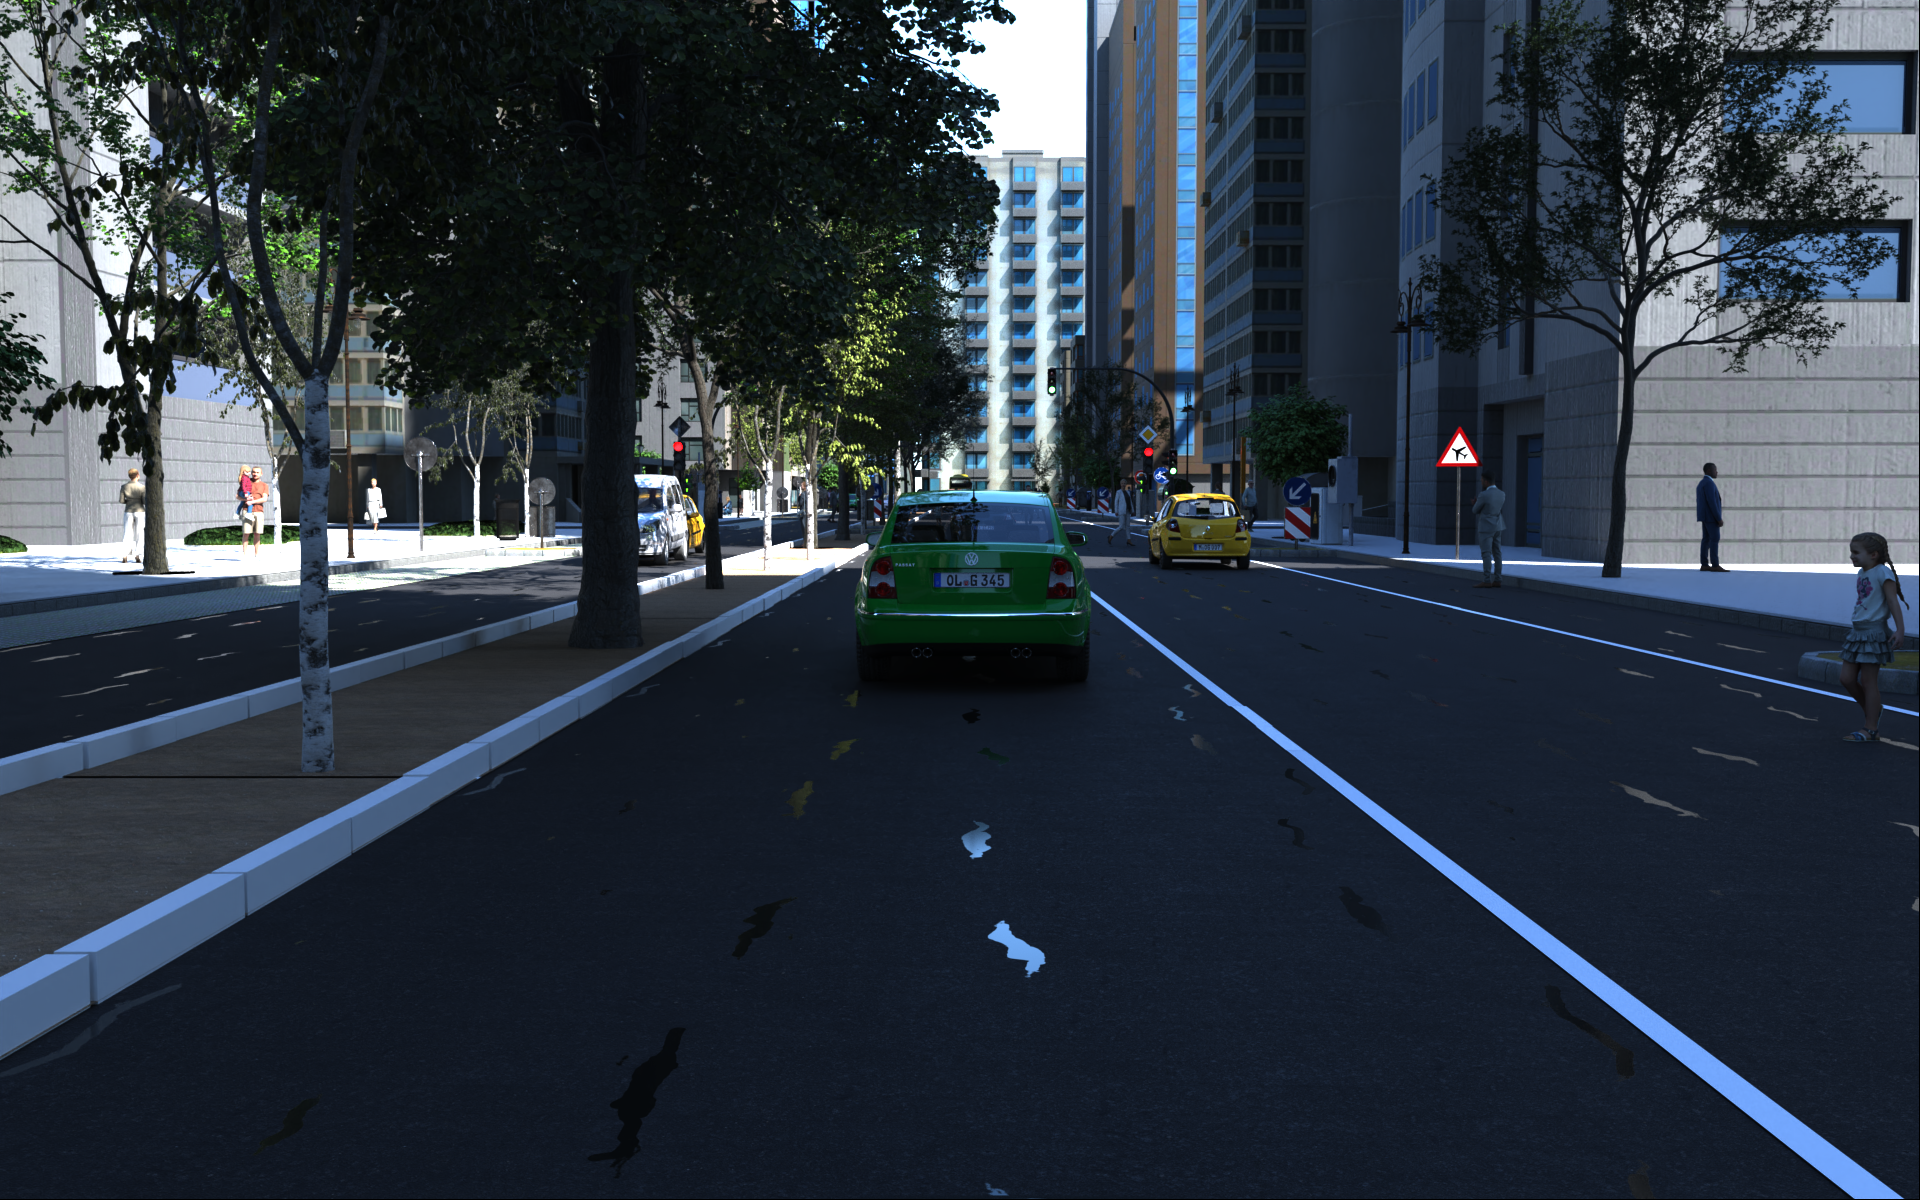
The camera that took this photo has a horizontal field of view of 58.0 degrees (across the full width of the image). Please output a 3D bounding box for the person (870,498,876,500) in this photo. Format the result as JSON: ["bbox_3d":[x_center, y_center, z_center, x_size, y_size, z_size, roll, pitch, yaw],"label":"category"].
[{"bbox_3d":[-6.992,-7.941,138.593,0.793,1.790,0.793,-1,4,-16],"label":"person"}]

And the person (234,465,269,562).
[{"bbox_3d":[-13.499,-1.647,32.952,0.573,1.828,0.580,1,4,10],"label":"person"}]

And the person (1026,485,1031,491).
[{"bbox_3d":[2.947,-4.021,74.261,0.660,1.820,0.620,-1,4,-16],"label":"person"}]

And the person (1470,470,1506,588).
[{"bbox_3d":[8.090,-1.097,26.611,0.511,1.800,0.466,-3,5,-44],"label":"person"}]

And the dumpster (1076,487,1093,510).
[{"bbox_3d":[9.943,-8.101,138.213,1.264,1.857,1.865,0,3,0],"label":"dumpster"}]

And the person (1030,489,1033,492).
[{"bbox_3d":[5.026,-6.717,118.588,0.793,1.790,0.793,-1,4,-16],"label":"person"}]

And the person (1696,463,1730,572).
[{"bbox_3d":[12.451,-1.378,28.753,0.419,1.800,0.721,0,4,-1],"label":"person"}]

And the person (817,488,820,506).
[{"bbox_3d":[-12.805,-9.142,155.544,1.348,1.821,0.705,1,4,12],"label":"person"}]

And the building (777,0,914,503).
[{"bbox_3d":[-22.130,-56.779,241.006,31.000,86.520,22.319,0,3,0],"label":"building"}]

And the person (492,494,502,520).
[{"bbox_3d":[-19.074,-3.736,71.394,0.475,1.303,0.640,1,4,20],"label":"person"}]

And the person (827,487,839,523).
[{"bbox_3d":[-6.328,-4.809,87.252,0.853,1.813,0.709,1,4,12],"label":"person"}]

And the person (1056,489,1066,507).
[{"bbox_3d":[10.127,-10.280,174.128,1.348,1.824,0.705,3,5,43],"label":"person"}]

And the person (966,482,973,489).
[{"bbox_3d":[0.275,-2.868,55.356,0.622,1.834,0.822,3,5,41],"label":"person"}]

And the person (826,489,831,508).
[{"bbox_3d":[-11.812,-9.185,157.156,0.756,1.711,0.436,0,4,5],"label":"person"}]

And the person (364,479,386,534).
[{"bbox_3d":[-18.839,-3.025,55.857,0.694,1.780,0.624,1,4,18],"label":"person"}]

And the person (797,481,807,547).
[{"bbox_3d":[-4.065,-2.282,46.240,0.534,1.772,0.576,1,4,10],"label":"person"}]

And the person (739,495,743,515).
[{"bbox_3d":[-13.626,-5.933,107.711,0.362,1.253,0.373,1,4,13],"label":"person"}]

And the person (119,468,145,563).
[{"bbox_3d":[-15.361,-1.570,32.267,0.519,1.759,0.362,-1,4,-8],"label":"person"}]

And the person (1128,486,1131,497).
[{"bbox_3d":[11.621,-6.862,118.422,0.721,1.800,0.419,2,4,35],"label":"person"}]

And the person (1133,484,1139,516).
[{"bbox_3d":[10.026,-5.706,99.147,0.447,1.846,0.655,-2,4,-35],"label":"person"}]

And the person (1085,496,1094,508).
[{"bbox_3d":[11.595,-9.261,157.476,1.348,1.821,0.705,-1,4,-17],"label":"person"}]

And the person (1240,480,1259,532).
[{"bbox_3d":[9.773,-3.191,58.698,0.782,1.767,0.515,-3,5,-42],"label":"person"}]

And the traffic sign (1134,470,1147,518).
[{"bbox_3d":[9.580,-5.583,91.388,0.768,2.556,0.104,0,4,3],"label":"traffic sign"}]

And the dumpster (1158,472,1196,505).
[{"bbox_3d":[9.733,-4.607,77.826,1.502,2.255,1.985,0,4,0],"label":"dumpster"}]

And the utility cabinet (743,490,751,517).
[{"bbox_3d":[-11.847,-5.374,96.541,0.318,1.500,1.173,0,4,0],"label":"utility cabinet"}]

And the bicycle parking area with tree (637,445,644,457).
[{"bbox_3d":[-21.276,-6.971,100.982,8.231,4.147,9.016,1,4,12],"label":"bicycle parking area with tree"}]

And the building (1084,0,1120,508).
[{"bbox_3d":[23.064,-38.610,173.270,21.231,58.520,28.212,0,3,0],"label":"building"}]

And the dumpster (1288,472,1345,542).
[{"bbox_3d":[9.673,-2.521,46.974,1.264,1.857,1.865,0,4,0],"label":"dumpster"}]

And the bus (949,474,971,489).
[{"bbox_3d":[0.048,-13.716,215.799,2.896,3.916,12.252,0,4,1],"label":"bus"}]

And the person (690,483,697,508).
[{"bbox_3d":[-13.028,-4.873,85.619,0.836,1.842,0.656,2,4,27],"label":"person"}]

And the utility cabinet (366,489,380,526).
[{"bbox_3d":[-23.709,-3.746,69.932,0.318,1.500,1.173,-2,4,-29],"label":"utility cabinet"}]

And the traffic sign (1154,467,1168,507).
[{"bbox_3d":[9.553,-5.012,82.048,0.768,2.556,0.104,0,4,1],"label":"traffic sign"}]

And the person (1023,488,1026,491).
[{"bbox_3d":[4.653,-7.016,123.126,0.836,1.842,0.656,3,4,37],"label":"person"}]

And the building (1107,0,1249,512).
[{"bbox_3d":[20.513,-30.723,152.435,14.600,45.320,14.200,0,3,0],"label":"building"}]

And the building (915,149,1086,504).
[{"bbox_3d":[8.612,-38.151,243.381,30.456,49.044,23.786,0,3,0],"label":"building"}]

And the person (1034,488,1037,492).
[{"bbox_3d":[4.383,-5.627,100.768,0.678,1.792,0.850,2,4,26],"label":"person"}]

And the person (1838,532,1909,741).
[{"bbox_3d":[5.330,0.215,10.006,0.382,1.210,0.505,0,4,-5],"label":"person"}]

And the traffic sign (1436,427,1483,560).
[{"bbox_3d":[9.639,-2.048,33.495,0.884,2.594,0.081,0,4,7],"label":"traffic sign"}]

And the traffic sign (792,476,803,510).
[{"bbox_3d":[-11.697,-7.620,124.693,0.768,2.556,0.104,1,4,10],"label":"traffic sign"}]

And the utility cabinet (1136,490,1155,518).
[{"bbox_3d":[9.892,-5.112,92.265,1.173,1.500,0.318,-3,5,-41],"label":"utility cabinet"}]

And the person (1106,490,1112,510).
[{"bbox_3d":[12.196,-8.318,142.638,0.593,1.750,0.643,-2,4,-33],"label":"person"}]

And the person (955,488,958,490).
[{"bbox_3d":[-0.266,-6.449,113.926,0.713,1.824,0.794,2,4,25],"label":"person"}]

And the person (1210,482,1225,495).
[{"bbox_3d":[7.428,-2.529,50.118,0.520,1.790,0.573,0,4,-4],"label":"person"}]

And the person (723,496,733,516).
[{"bbox_3d":[-13.608,-5.464,100.884,0.738,1.151,1.012,-1,4,-11],"label":"person"}]

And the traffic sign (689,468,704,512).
[{"bbox_3d":[-11.792,-4.751,77.782,0.768,2.556,0.104,0,4,5],"label":"traffic sign"}]

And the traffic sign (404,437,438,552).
[{"bbox_3d":[-12.010,-2.352,38.569,0.768,2.556,0.104,0,4,3],"label":"traffic sign"}]

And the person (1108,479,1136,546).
[{"bbox_3d":[4.487,-2.427,48.059,0.818,1.842,0.514,2,4,30],"label":"person"}]

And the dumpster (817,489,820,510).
[{"bbox_3d":[-12.012,-8.208,139.956,1.264,1.857,1.865,0,4,0],"label":"dumpster"}]

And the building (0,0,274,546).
[{"bbox_3d":[-36.091,-31.047,49.624,28.212,58.520,21.231,0,3,0],"label":"building"}]

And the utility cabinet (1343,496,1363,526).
[{"bbox_3d":[15.779,-3.603,70.067,1.020,1.237,0.306,-2,4,-26],"label":"utility cabinet"}]

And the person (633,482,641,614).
[{"bbox_3d":[-3.500,-0.580,17.792,0.447,1.846,0.655,-1,4,-19],"label":"person"}]
